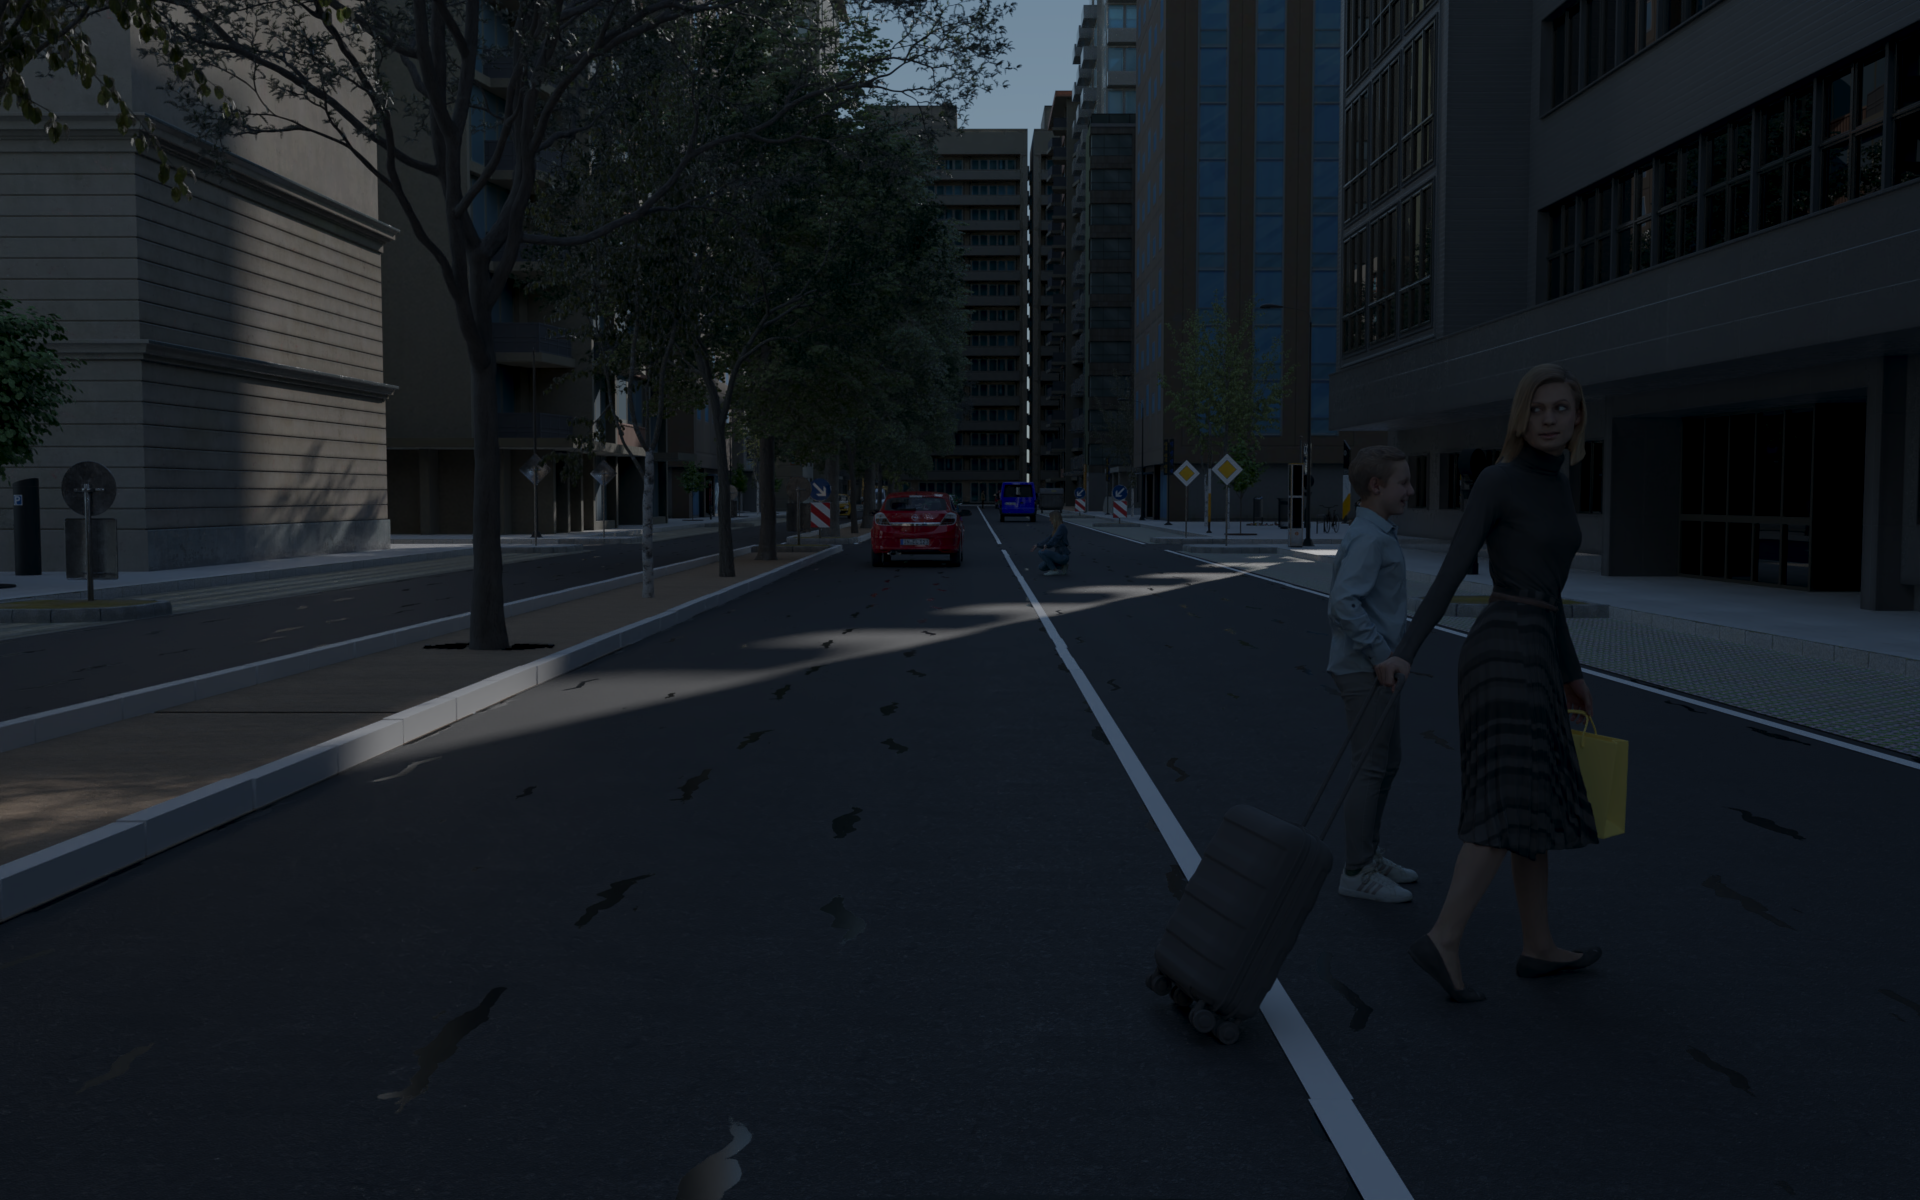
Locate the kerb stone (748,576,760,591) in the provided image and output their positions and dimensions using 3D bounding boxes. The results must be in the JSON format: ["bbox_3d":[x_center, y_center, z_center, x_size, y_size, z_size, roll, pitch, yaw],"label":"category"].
[{"bbox_3d":[-3.135,-0.216,25.756,0.120,0.150,1.000,0,4,0],"label":"kerb stone"}]

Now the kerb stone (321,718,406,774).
[{"bbox_3d":[-3.233,0.789,9.356,0.120,0.150,1.000,0,4,0],"label":"kerb stone"}]

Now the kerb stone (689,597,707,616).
[{"bbox_3d":[-3.175,0.096,20.623,0.120,0.150,1.000,0,4,0],"label":"kerb stone"}]

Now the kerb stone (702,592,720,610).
[{"bbox_3d":[-3.166,0.034,21.645,0.120,0.150,1.000,0,4,0],"label":"kerb stone"}]

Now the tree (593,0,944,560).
[{"bbox_3d":[-4.256,-7.145,37.402,7.486,12.596,7.792,0,3,0],"label":"tree"}]

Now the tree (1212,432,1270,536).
[{"bbox_3d":[8.634,-3.634,54.016,1.663,3.219,1.824,0,3,0],"label":"tree"}]

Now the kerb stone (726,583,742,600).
[{"bbox_3d":[-3.150,-0.092,23.694,0.120,0.150,1.000,0,4,0],"label":"kerb stone"}]

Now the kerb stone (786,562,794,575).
[{"bbox_3d":[-3.112,-0.531,30.879,0.120,0.150,1.000,0,4,0],"label":"kerb stone"}]

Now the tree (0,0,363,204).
[{"bbox_3d":[-4.291,-3.331,7.285,4.360,8.622,3.978,0,3,0],"label":"tree"}]

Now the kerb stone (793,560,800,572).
[{"bbox_3d":[-3.105,-0.594,31.907,0.120,0.150,1.000,0,4,0],"label":"kerb stone"}]

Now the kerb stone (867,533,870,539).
[{"bbox_3d":[-2.973,-1.941,53.981,0.120,0.150,1.000,0,4,0],"label":"kerb stone"}]

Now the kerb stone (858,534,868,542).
[{"bbox_3d":[-2.976,-1.881,52.953,0.120,0.150,1.000,0,4,0],"label":"kerb stone"}]

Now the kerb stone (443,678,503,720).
[{"bbox_3d":[-3.226,0.659,11.413,0.120,0.150,1.000,0,4,0],"label":"kerb stone"}]

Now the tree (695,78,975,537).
[{"bbox_3d":[-4.088,-8.867,54.089,9.857,13.997,8.962,0,3,0],"label":"tree"}]

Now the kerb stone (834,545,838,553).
[{"bbox_3d":[-3.049,-1.154,41.142,0.120,0.150,1.000,0,4,0],"label":"kerb stone"}]

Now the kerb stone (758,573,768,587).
[{"bbox_3d":[-3.130,-0.277,26.780,0.120,0.150,1.000,0,4,0],"label":"kerb stone"}]

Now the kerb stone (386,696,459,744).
[{"bbox_3d":[-3.233,0.722,10.391,0.120,0.150,1.000,0,4,0],"label":"kerb stone"}]

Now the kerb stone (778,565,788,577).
[{"bbox_3d":[-3.116,-0.469,29.857,0.120,0.150,1.000,0,4,0],"label":"kerb stone"}]

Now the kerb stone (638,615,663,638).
[{"bbox_3d":[-3.190,0.288,17.555,0.120,0.150,1.000,0,4,0],"label":"kerb stone"}]

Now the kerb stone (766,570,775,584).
[{"bbox_3d":[-3.124,-0.343,27.803,0.120,0.150,1.000,0,4,0],"label":"kerb stone"}]

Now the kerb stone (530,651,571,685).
[{"bbox_3d":[-3.215,0.537,13.459,0.120,0.150,1.000,0,4,0],"label":"kerb stone"}]

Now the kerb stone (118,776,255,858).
[{"bbox_3d":[-3.255,0.910,7.311,0.120,0.150,1.000,0,4,0],"label":"kerb stone"}]

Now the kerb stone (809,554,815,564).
[{"bbox_3d":[-3.089,-0.781,34.984,0.120,0.150,1.000,0,4,0],"label":"kerb stone"}]

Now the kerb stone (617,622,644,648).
[{"bbox_3d":[-3.194,0.348,16.529,0.120,0.150,1.000,0,4,0],"label":"kerb stone"}]

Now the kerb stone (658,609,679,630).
[{"bbox_3d":[-3.182,0.231,18.578,0.120,0.150,1.000,0,4,0],"label":"kerb stone"}]

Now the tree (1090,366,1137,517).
[{"bbox_3d":[9.619,-9.070,98.663,4.360,8.622,3.978,0,3,0],"label":"tree"}]

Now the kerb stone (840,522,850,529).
[{"bbox_3d":[-4.949,-3.198,74.490,0.120,0.150,1.000,0,4,0],"label":"kerb stone"}]

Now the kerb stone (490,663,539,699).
[{"bbox_3d":[-3.227,0.597,12.435,0.120,0.150,1.000,0,4,0],"label":"kerb stone"}]

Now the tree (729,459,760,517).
[{"bbox_3d":[-12.210,-6.202,95.998,1.663,3.219,1.824,0,3,0],"label":"tree"}]

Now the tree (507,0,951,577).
[{"bbox_3d":[-3.981,-5.686,29.832,8.767,10.594,7.601,0,4,0],"label":"tree"}]

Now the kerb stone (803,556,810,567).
[{"bbox_3d":[-3.093,-0.720,33.962,0.120,0.150,1.000,0,4,0],"label":"kerb stone"}]

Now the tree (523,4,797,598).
[{"bbox_3d":[-4.306,-4.343,23.824,4.360,8.622,3.978,0,3,0],"label":"tree"}]

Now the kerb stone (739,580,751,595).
[{"bbox_3d":[-3.146,-0.154,24.726,0.120,0.150,1.000,0,4,0],"label":"kerb stone"}]

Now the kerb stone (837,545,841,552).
[{"bbox_3d":[-3.045,-1.213,42.168,0.120,0.150,1.000,0,4,0],"label":"kerb stone"}]

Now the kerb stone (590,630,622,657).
[{"bbox_3d":[-3.207,0.410,15.503,0.120,0.150,1.000,0,4,0],"label":"kerb stone"}]

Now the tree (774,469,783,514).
[{"bbox_3d":[-12.188,-7.226,112.751,1.663,3.219,1.824,0,3,0],"label":"tree"}]

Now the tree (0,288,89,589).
[{"bbox_3d":[-13.579,-2.431,23.465,4.285,4.588,4.351,0,3,0],"label":"tree"}]

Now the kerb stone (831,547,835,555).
[{"bbox_3d":[-3.060,-1.096,40.120,0.120,0.150,1.000,0,4,0],"label":"kerb stone"}]

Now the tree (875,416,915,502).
[{"bbox_3d":[-3.936,-7.781,80.032,4.737,8.622,4.395,0,3,0],"label":"tree"}]

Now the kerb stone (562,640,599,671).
[{"bbox_3d":[-3.210,0.474,14.481,0.120,0.150,1.000,0,4,0],"label":"kerb stone"}]

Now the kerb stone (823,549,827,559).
[{"bbox_3d":[-3.071,-0.967,38.069,0.120,0.150,1.000,0,4,0],"label":"kerb stone"}]

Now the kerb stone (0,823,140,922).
[{"bbox_3d":[-3.258,0.977,6.290,0.120,0.150,1.000,0,4,0],"label":"kerb stone"}]

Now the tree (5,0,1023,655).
[{"bbox_3d":[-4.311,-6.274,15.406,12.009,13.543,11.850,0,3,0],"label":"tree"}]

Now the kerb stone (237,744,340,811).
[{"bbox_3d":[-3.241,0.852,8.334,0.120,0.150,1.000,0,4,0],"label":"kerb stone"}]

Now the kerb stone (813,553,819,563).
[{"bbox_3d":[-3.080,-0.845,36.016,0.120,0.150,1.000,0,4,0],"label":"kerb stone"}]

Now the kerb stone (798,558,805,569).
[{"bbox_3d":[-3.105,-0.654,32.935,0.120,0.150,1.000,0,4,0],"label":"kerb stone"}]

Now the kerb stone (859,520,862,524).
[{"bbox_3d":[-4.877,-3.952,86.816,0.120,0.150,1.000,0,4,0],"label":"kerb stone"}]

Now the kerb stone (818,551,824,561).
[{"bbox_3d":[-3.073,-0.908,37.041,0.120,0.150,1.000,0,4,0],"label":"kerb stone"}]

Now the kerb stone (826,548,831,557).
[{"bbox_3d":[-3.066,-1.030,39.090,0.120,0.150,1.000,0,4,0],"label":"kerb stone"}]

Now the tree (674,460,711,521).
[{"bbox_3d":[-12.801,-5.410,83.058,1.663,3.219,1.824,0,3,0],"label":"tree"}]

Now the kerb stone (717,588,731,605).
[{"bbox_3d":[-3.157,-0.023,22.667,0.120,0.150,1.000,0,4,0],"label":"kerb stone"}]

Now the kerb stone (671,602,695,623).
[{"bbox_3d":[-3.173,0.159,19.599,0.120,0.150,1.000,0,4,0],"label":"kerb stone"}]

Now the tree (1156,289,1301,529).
[{"bbox_3d":[9.999,-6.884,62.922,4.737,8.622,4.395,0,3,0],"label":"tree"}]

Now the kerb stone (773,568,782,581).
[{"bbox_3d":[-3.117,-0.399,28.825,0.120,0.150,1.000,0,4,0],"label":"kerb stone"}]
